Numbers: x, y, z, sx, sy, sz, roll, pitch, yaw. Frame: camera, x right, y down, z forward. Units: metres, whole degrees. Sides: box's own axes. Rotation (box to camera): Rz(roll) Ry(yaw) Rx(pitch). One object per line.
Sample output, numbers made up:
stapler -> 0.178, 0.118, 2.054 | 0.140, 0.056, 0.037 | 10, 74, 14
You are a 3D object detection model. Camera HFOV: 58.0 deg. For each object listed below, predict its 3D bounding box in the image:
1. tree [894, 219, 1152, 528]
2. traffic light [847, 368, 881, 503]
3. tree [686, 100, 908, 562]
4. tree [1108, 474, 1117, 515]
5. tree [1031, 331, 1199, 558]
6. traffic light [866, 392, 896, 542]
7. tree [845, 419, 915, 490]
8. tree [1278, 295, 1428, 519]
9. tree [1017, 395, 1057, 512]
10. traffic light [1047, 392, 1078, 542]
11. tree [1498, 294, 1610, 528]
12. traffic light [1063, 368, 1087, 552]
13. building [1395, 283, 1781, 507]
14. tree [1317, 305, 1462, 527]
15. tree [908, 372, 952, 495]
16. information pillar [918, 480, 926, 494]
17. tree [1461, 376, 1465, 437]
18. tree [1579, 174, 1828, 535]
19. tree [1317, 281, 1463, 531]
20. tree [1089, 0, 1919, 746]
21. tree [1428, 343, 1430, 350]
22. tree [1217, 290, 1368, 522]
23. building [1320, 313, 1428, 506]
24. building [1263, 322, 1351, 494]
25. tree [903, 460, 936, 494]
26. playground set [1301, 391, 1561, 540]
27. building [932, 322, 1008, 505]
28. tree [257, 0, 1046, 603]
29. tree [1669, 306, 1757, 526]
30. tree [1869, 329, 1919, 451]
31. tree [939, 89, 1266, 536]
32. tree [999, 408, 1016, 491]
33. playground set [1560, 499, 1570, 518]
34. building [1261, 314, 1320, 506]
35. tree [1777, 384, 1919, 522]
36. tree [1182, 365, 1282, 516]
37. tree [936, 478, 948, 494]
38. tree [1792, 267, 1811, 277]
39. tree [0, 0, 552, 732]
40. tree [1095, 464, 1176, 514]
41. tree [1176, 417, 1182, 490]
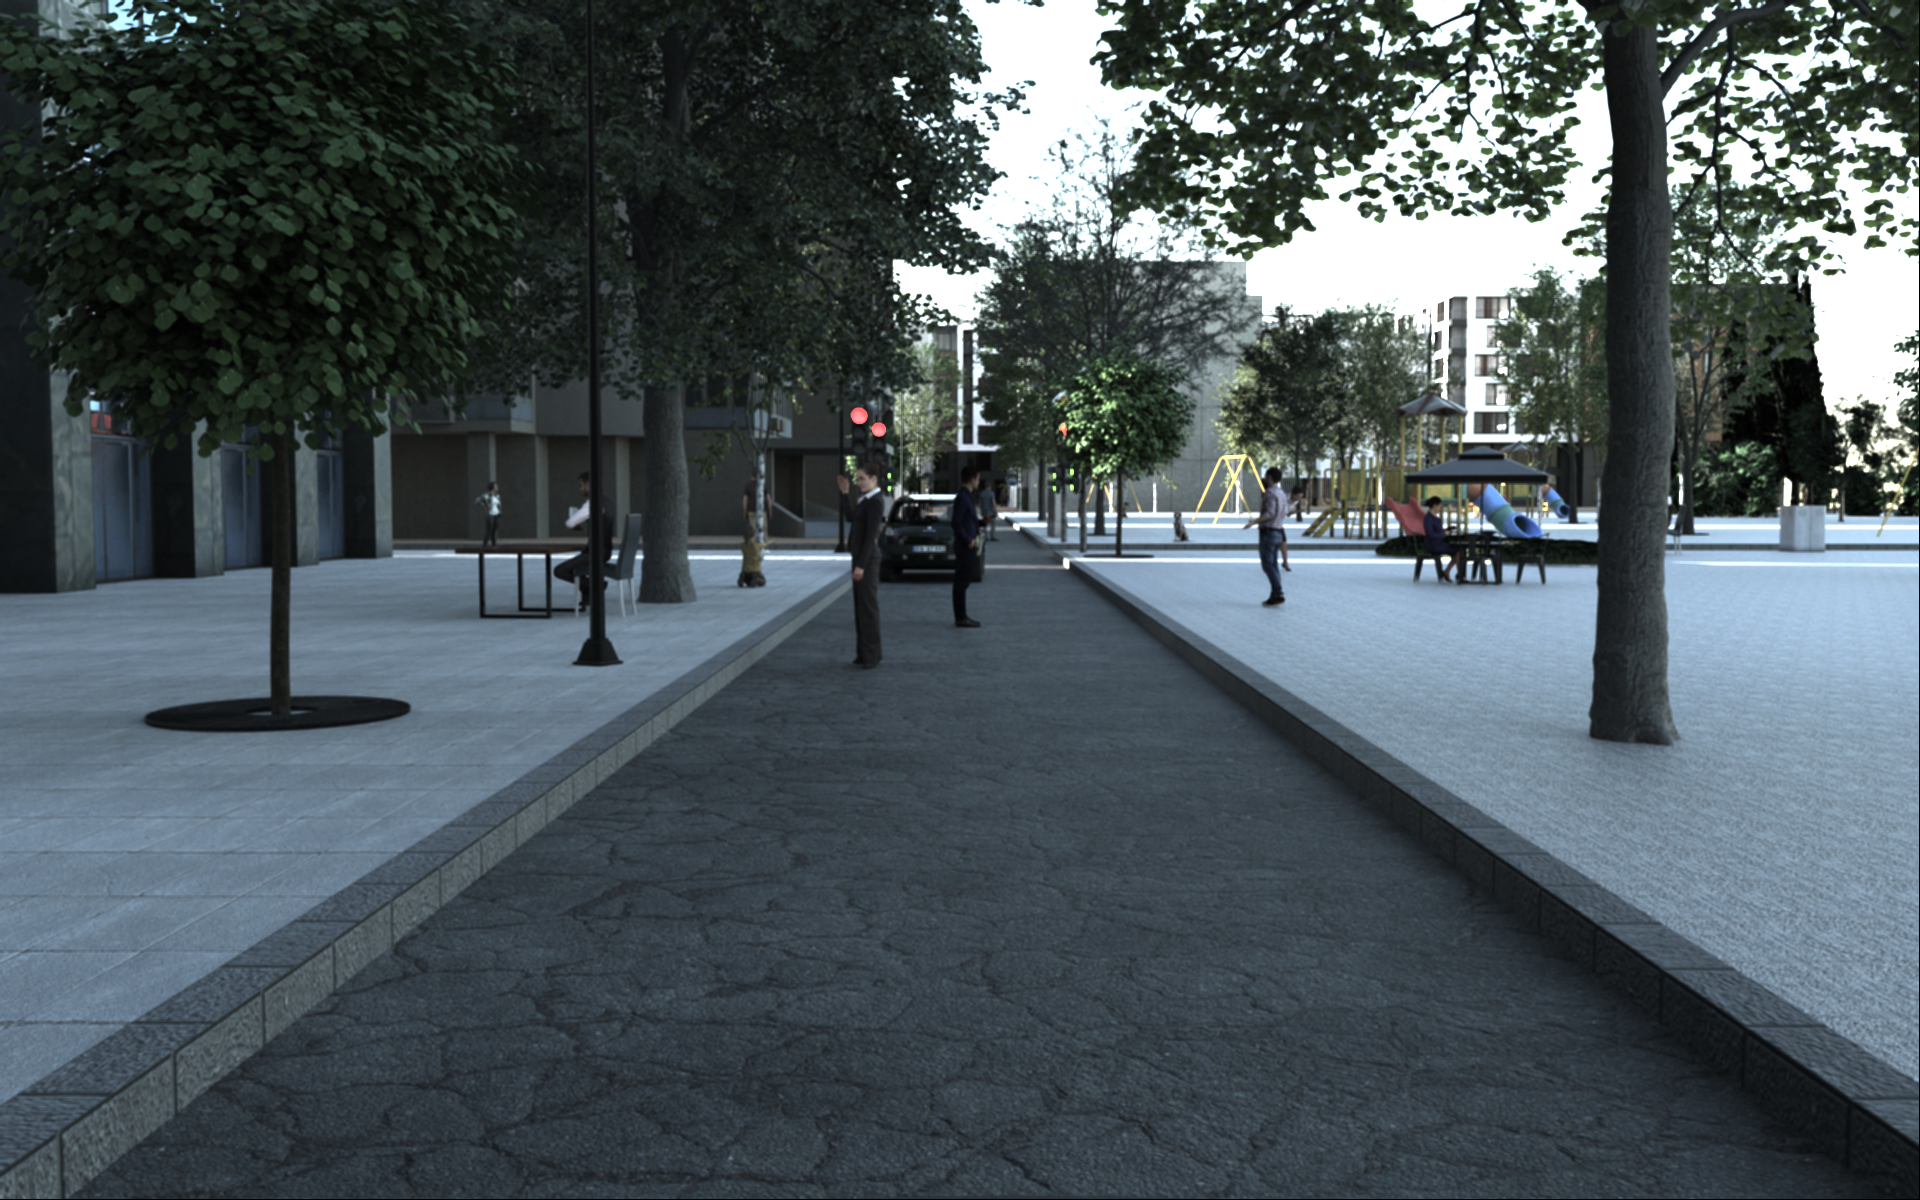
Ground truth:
tree -> 3.779, -8.589, 66.179 | 9.928, 11.665, 9.643 | 0, 3, 0
traffic light -> -2.168, -3.002, 38.011 | 0.839, 4.253, 0.868 | 0, 4, 0
tree -> -3.787, -5.049, 32.916 | 4.737, 8.622, 4.395 | 0, 3, 0
tree -> 9.505, -9.504, 105.751 | 4.360, 8.622, 3.978 | 0, 3, 0
tree -> 3.148, -3.144, 35.121 | 4.285, 4.588, 4.351 | 0, 3, 0
traffic light -> -2.115, -3.491, 45.996 | 0.839, 4.253, 0.868 | 0, 4, 0
tree -> -3.525, -5.647, 76.041 | 4.285, 4.588, 4.351 | 0, 3, 0
tree -> 20.008, -10.000, 89.257 | 9.928, 11.665, 9.643 | 0, 3, 0
tree -> 6.393, -9.841, 111.263 | 4.737, 8.622, 4.395 | 0, 3, 0
traffic light -> 2.746, -3.490, 45.980 | 0.839, 4.253, 0.868 | 0, 4, 0
tree -> 21.970, -7.001, 64.824 | 4.737, 8.622, 4.395 | 0, 3, 0
traffic light -> 2.694, -3.002, 37.995 | 0.839, 4.253, 0.868 | 0, 4, 0
building -> 64.892, -20.661, 181.786 | 32.646, 21.610, 27.936 | 0, 4, 0
tree -> 16.128, -7.109, 66.601 | 4.360, 8.622, 3.978 | 0, 3, 0
tree -> -2.678, -9.510, 105.850 | 4.737, 8.622, 4.395 | 0, 3, 0
information pillar -> -1.963, -5.165, 88.944 | 0.304, 2.012, 0.304 | -3, 4, -37
tree -> 18.178, -7.492, 72.861 | 4.360, 8.622, 3.978 | 0, 3, 0
tree -> 22.972, -7.862, 54.307 | 9.928, 11.665, 9.643 | 0, 3, 0
tree -> 14.798, -6.691, 59.757 | 4.737, 8.622, 4.395 | 0, 3, 0
tree -> 3.131, -5.535, 8.630 | 7.486, 12.596, 7.792 | 0, 3, 0
tree -> 26.488, -9.122, 74.906 | 9.928, 11.665, 9.643 | 0, 3, 0
tree -> 15.370, -8.898, 79.886 | 7.601, 10.594, 8.767 | 0, 4, 5
building -> 42.914, -20.234, 187.248 | 11.380, 20.091, 16.016 | 0, 4, 0
building -> 30.263, -22.987, 219.817 | 32.646, 21.610, 27.936 | 0, 4, 0
tree -> -2.579, -6.367, 98.703 | 1.663, 3.219, 1.824 | 0, 3, 0
playground set -> 13.188, -3.831, 49.410 | 5.302, 4.214, 5.637 | 0, 4, -8
building -> -2.382, -22.999, 220.007 | 32.646, 21.610, 27.936 | 0, 4, 0
tree -> -3.578, -6.942, 20.151 | 9.857, 13.997, 8.962 | 0, 3, 0
tree -> 27.643, -7.047, 65.587 | 4.360, 8.622, 3.978 | 0, 3, 0
tree -> 15.227, -2.551, 25.416 | 4.285, 4.588, 4.351 | 0, 3, 0
tree -> 4.382, -8.720, 52.939 | 12.009, 13.543, 11.850 | 0, 3, 0
tree -> 4.281, -10.497, 121.982 | 4.737, 8.622, 4.395 | 0, 3, 0
playground set -> 30.343, -6.596, 94.623 | 5.302, 4.214, 5.637 | 0, 4, 7
building -> 31.543, -20.312, 188.518 | 11.380, 20.091, 16.016 | 0, 4, 0
tree -> 48.393, -7.356, 83.173 | 20.602, 7.101, 11.467 | -3, 5, -43
tree -> 16.206, -9.139, 99.790 | 4.737, 8.622, 4.395 | 0, 3, 0
tree -> -1.897, -11.950, 189.991 | 1.663, 3.219, 1.824 | 0, 3, 0
tree -> 47.203, -12.121, 100.000 | 18.604, 14.587, 13.155 | -2, 4, -28
tree -> -3.982, -1.597, 9.832 | 4.285, 4.588, 4.351 | 0, 3, 0
tree -> 9.135, -8.946, 96.625 | 4.737, 8.622, 4.395 | 0, 3, 0
tree -> 12.901, -9.930, 112.712 | 4.737, 8.622, 4.395 | 0, 3, 0
